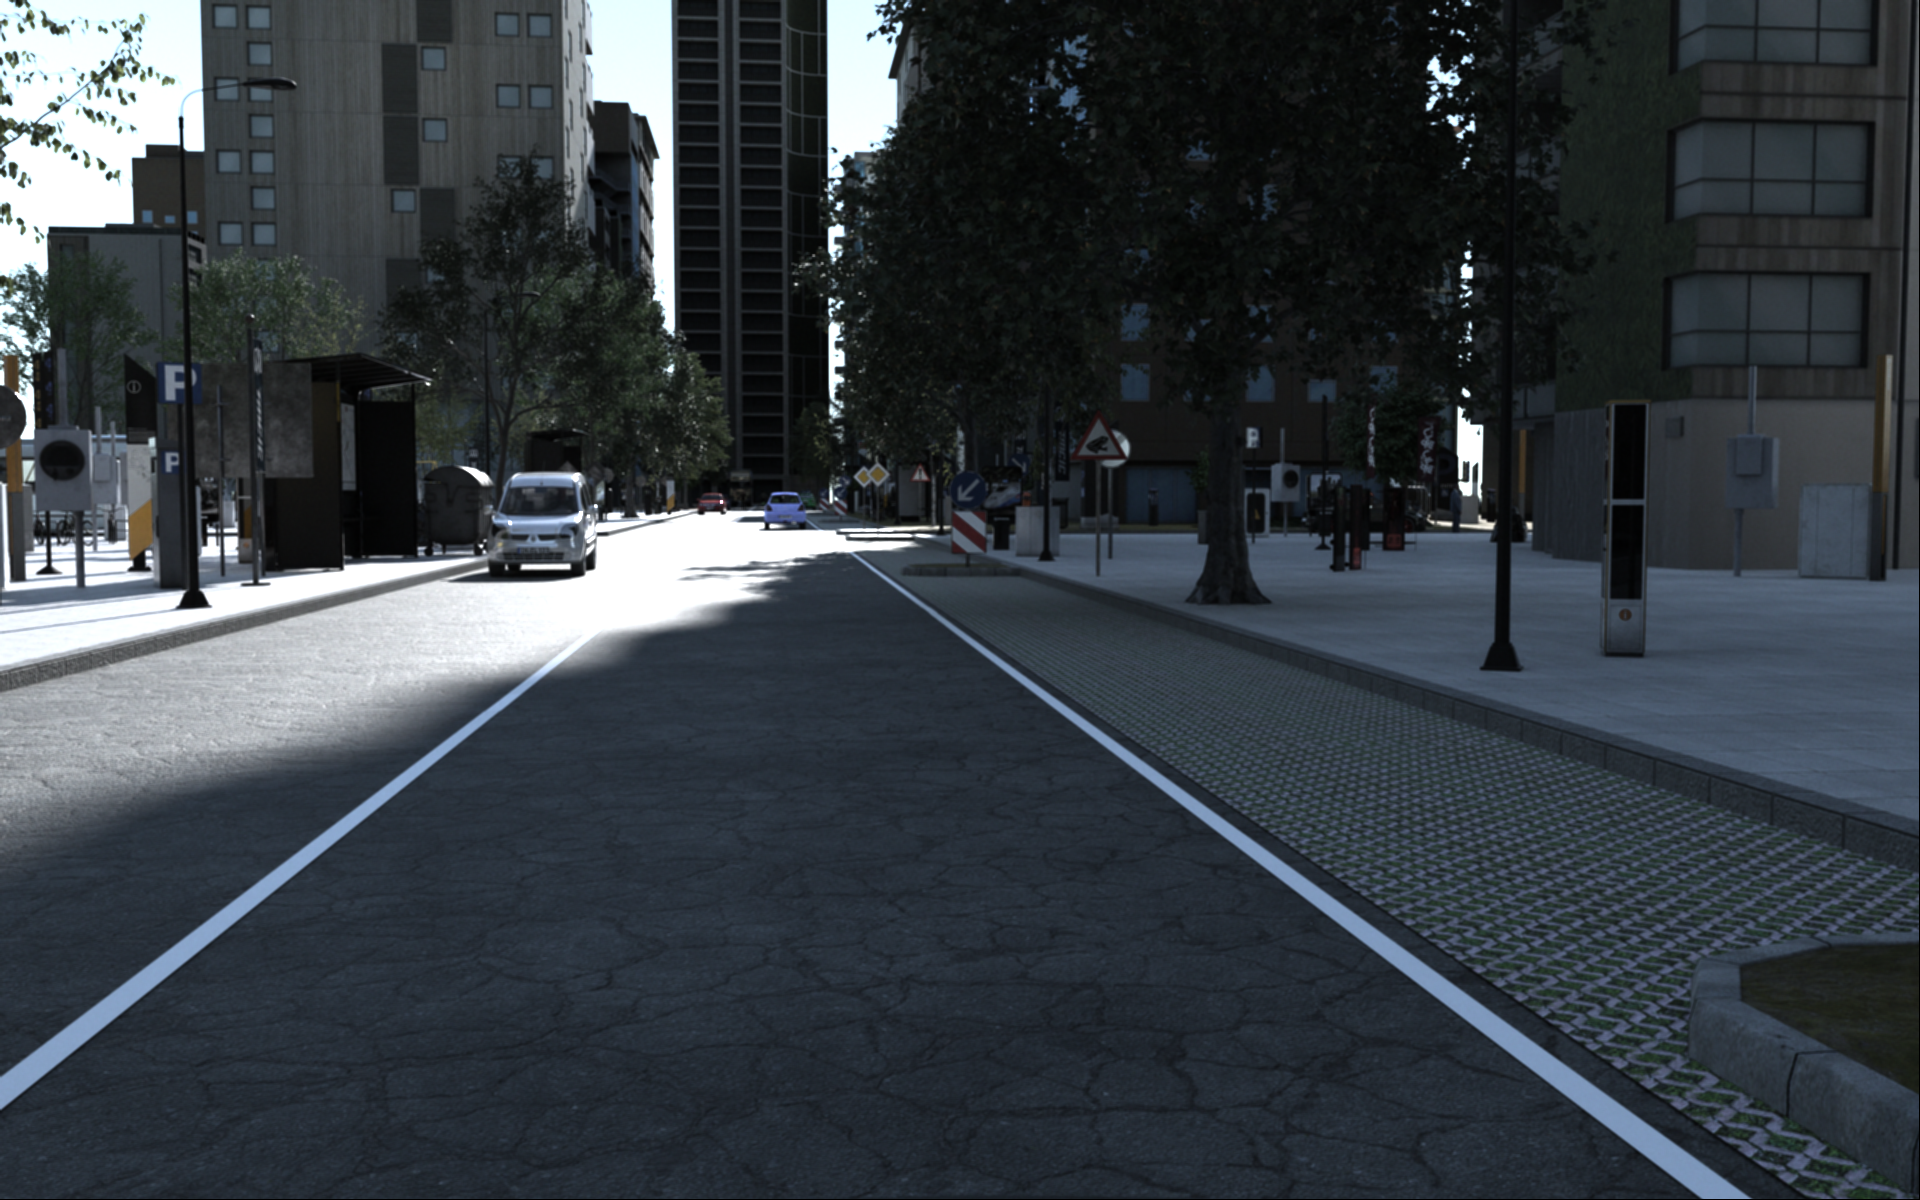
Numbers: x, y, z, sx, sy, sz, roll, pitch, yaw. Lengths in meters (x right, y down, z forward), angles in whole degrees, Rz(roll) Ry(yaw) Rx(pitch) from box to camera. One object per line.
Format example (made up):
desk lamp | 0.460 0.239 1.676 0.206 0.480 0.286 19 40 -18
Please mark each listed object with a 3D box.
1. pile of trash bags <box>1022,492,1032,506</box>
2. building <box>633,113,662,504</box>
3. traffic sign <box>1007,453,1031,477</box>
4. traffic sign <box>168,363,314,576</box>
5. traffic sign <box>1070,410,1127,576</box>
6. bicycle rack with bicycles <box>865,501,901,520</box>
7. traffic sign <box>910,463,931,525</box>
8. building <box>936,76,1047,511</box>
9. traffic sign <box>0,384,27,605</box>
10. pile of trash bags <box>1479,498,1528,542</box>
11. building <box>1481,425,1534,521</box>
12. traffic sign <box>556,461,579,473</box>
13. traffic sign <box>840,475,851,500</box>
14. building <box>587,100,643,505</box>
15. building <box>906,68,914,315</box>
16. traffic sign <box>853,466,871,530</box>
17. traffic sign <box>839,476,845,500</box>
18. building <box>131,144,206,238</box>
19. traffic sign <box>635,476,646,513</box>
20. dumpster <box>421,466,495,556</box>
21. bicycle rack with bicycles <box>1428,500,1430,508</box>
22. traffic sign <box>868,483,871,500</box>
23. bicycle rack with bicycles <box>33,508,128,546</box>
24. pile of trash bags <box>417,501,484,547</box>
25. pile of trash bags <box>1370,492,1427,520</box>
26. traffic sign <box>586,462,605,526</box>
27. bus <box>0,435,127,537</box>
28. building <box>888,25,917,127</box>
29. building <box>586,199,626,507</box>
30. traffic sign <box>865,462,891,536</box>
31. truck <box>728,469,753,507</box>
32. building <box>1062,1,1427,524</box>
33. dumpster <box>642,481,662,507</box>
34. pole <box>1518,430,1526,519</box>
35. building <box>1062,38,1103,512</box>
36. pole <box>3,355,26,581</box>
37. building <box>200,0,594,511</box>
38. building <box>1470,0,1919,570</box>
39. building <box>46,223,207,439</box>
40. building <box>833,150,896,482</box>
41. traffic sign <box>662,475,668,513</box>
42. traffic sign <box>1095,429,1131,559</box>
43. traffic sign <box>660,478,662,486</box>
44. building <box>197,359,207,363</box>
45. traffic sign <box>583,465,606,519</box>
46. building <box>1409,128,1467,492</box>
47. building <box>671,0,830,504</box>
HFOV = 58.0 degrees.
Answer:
pile of trash bags | 2.180 -3.969 74.645 1.912 1.369 3.447 -2 4 -25
building | -53.359 -39.612 236.898 27.495 52.752 28.713 0 4 -6
traffic sign | 1.824 -3.272 53.611 0.768 2.556 0.104 0 4 0
traffic sign | -11.189 -2.022 26.938 2.265 3.308 0.079 0 4 2
traffic sign | 2.155 -1.650 26.976 0.884 2.594 0.081 0 4 3
bicycle rack with bicycles | -3.245 -4.382 85.033 2.852 0.926 2.925 -1 4 -19
traffic sign | -1.667 -4.450 72.754 0.884 2.594 0.081 0 4 2
building | 10.975 -49.110 115.619 22.319 86.520 31.000 0 4 -6
traffic sign | -11.107 -1.211 19.905 0.768 2.556 0.104 0 4 -2
pile of trash bags | 15.761 -2.209 45.871 3.447 1.369 1.912 3 5 39
building | 37.475 -28.132 83.661 21.600 48.544 21.300 0 4 -6
traffic sign | -11.874 -2.983 52.410 0.795 2.450 0.064 0 4 -6
traffic sign | -7.740 -7.177 117.442 0.768 2.556 0.104 0 4 -1
building | -43.444 -33.252 193.786 14.200 45.320 14.600 0 4 -6
building | 2.202 -31.807 170.150 14.600 45.320 14.200 0 4 -6
traffic sign | -3.397 -3.529 61.342 0.795 2.450 0.064 0 4 -6
traffic sign | -7.938 -7.269 118.955 0.768 2.556 0.104 0 4 0
building | -97.197 -35.173 225.187 14.200 45.320 14.600 0 4 -6
traffic sign | -22.110 -7.330 119.949 0.768 2.556 0.104 0 4 -5
dumpster | -10.538 -1.873 36.386 1.264 1.857 1.865 0 4 -6
bicycle rack with bicycles | 31.122 -6.275 115.971 2.925 0.926 2.852 -1 4 -19
traffic sign | -5.733 -6.823 111.654 0.768 2.556 0.104 0 4 1
bicycle rack with bicycles | -22.216 -1.866 43.889 2.852 0.926 2.925 -3 4 -39
pile of trash bags | -12.957 -2.079 43.749 1.912 1.369 3.447 0 4 -5
pile of trash bags | 16.964 -3.597 68.568 3.447 1.369 1.912 -3 5 -41
traffic sign | -14.530 -4.214 69.006 0.768 2.556 0.104 0 3 0
bus | -32.594 -3.653 54.589 13.247 3.499 2.948 0 4 -5
building | 7.308 -36.841 191.587 28.713 52.752 27.495 0 4 -6
building | -40.247 -24.221 167.722 14.160 30.474 14.107 0 4 -6
traffic sign | -2.532 -3.044 53.404 0.795 2.450 0.064 0 4 -6
truck | -25.093 -12.815 198.433 2.839 4.237 11.283 0 4 -6
building | 11.937 -26.234 79.032 14.200 45.320 14.600 0 4 -6
dumpster | -21.996 -7.445 124.224 1.502 2.255 1.985 0 4 -6
pole | 17.669 -3.708 54.462 0.158 3.312 0.155 0 3 0
building | 3.996 -30.933 155.862 14.600 45.320 14.200 0 4 -6
pole | -13.939 -1.938 25.529 0.158 3.312 0.155 0 3 0
building | -45.314 -34.014 145.367 28.713 52.752 27.495 0 4 -6
building | 18.540 -21.527 35.558 14.154 41.232 14.086 0 4 -6
building | -89.118 -25.508 188.757 14.107 30.474 14.160 0 4 -6
building | -2.328 -37.978 240.553 30.456 49.044 23.786 0 4 -6
traffic sign | -19.544 -7.072 115.725 0.768 2.556 0.104 0 4 -5
traffic sign | 2.969 -2.081 34.125 0.768 2.556 0.104 0 4 1
traffic sign | -21.851 -7.831 128.148 0.768 2.556 0.104 0 4 -3
building | -65.460 -53.411 185.939 31.000 86.520 22.319 0 4 -6
traffic sign | -12.739 -3.468 60.349 0.795 2.450 0.064 0 4 -6
building | 43.123 -33.271 198.604 28.867 44.769 22.147 0 4 -6
building | -28.194 -48.794 236.028 20.611 71.187 20.563 0 4 -6
